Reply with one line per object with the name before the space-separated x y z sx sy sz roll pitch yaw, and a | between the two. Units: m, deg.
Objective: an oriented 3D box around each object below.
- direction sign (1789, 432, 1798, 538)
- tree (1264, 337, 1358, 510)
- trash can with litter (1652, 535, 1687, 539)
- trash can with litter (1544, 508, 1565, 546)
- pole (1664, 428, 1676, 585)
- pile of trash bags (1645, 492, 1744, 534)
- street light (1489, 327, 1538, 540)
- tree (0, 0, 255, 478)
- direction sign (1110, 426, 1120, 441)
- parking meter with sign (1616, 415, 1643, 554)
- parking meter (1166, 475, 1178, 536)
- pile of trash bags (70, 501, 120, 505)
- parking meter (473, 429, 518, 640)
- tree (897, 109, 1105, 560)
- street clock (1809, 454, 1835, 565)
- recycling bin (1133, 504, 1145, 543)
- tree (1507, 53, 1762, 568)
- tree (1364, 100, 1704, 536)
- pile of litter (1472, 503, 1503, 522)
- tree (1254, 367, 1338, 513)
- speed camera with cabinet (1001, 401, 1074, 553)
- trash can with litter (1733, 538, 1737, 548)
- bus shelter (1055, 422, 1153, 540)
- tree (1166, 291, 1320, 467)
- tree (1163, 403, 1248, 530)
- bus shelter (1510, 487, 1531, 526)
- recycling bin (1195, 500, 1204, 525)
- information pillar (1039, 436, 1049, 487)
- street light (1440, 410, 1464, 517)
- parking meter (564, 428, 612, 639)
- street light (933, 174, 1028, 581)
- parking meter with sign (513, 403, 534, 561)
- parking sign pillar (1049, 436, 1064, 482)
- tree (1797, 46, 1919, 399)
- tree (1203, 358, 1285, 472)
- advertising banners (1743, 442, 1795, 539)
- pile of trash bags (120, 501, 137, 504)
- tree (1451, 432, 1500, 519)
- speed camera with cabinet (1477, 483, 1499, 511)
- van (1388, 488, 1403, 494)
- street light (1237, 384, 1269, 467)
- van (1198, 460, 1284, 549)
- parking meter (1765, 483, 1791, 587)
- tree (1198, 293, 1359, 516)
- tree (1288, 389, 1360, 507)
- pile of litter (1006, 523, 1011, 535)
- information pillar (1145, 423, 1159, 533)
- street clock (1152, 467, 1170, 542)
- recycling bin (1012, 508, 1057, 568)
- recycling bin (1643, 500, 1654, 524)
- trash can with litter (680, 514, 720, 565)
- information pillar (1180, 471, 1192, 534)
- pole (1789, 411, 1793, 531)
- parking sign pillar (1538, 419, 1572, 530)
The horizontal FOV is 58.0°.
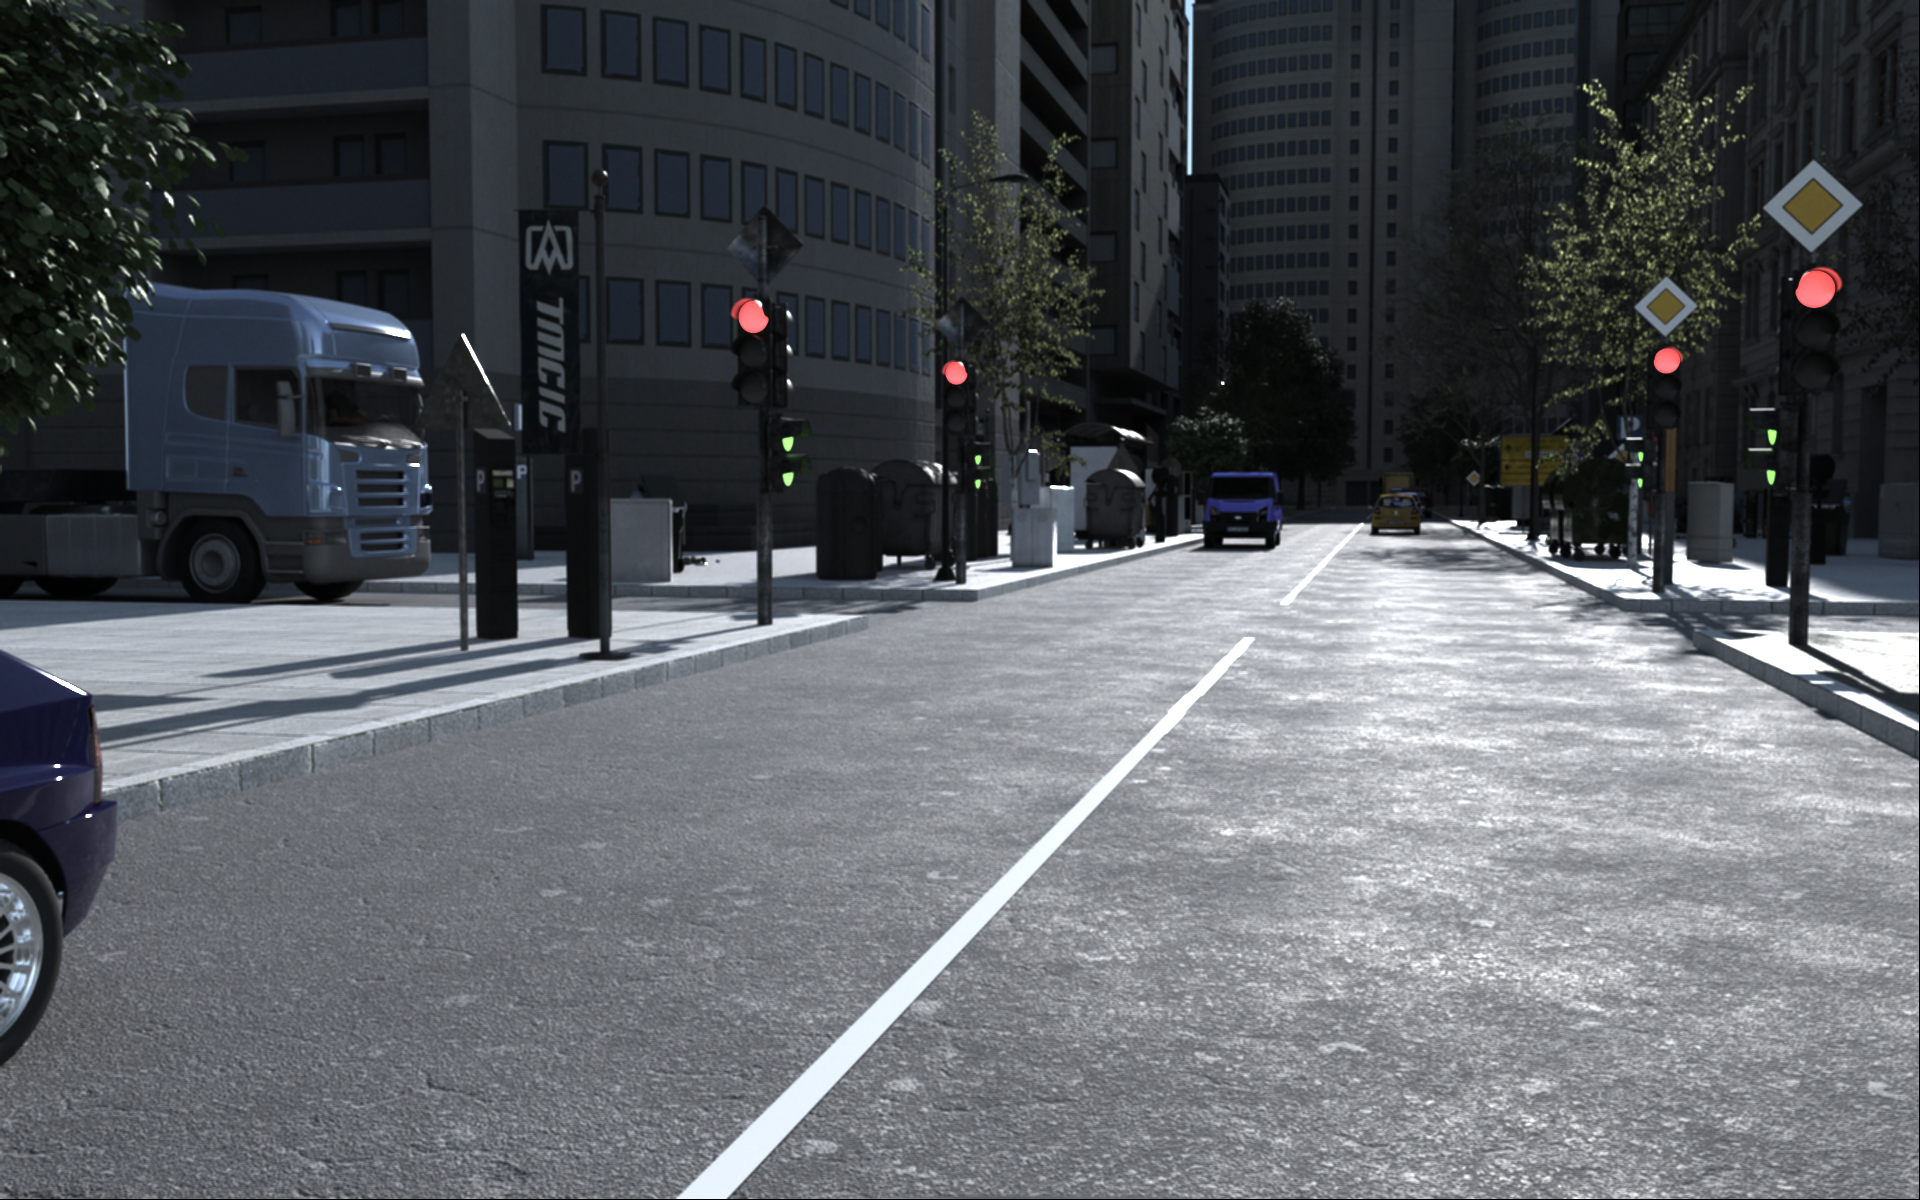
direction sign | 24.255 -3.556 50.141 0.379 3.537 0.876 1 4 15
tree | 28.018 -14.399 142.073 9.857 13.997 8.962 0 3 0
trash can with litter | 20.957 -2.357 49.594 2.233 1.210 1.678 1 4 20
trash can with litter | 14.801 -1.937 43.057 0.624 1.170 1.055 0 4 -1
pole | 10.024 -1.876 24.510 0.158 3.312 0.155 0 3 0
pile of trash bags | 24.225 -2.914 57.391 1.912 1.369 3.447 -2 4 -31
street light | 15.416 -4.632 48.268 1.470 5.913 1.316 1 4 14
tree | -5.366 -1.525 8.653 4.285 4.588 4.351 0 3 0
direction sign | 5.165 -4.020 57.726 0.379 3.537 0.876 -1 4 -16
parking meter with sign | 14.576 -2.530 37.623 0.543 3.016 1.738 1 4 17
parking meter | 6.437 -2.864 52.533 0.255 1.863 0.399 2 4 30
pile of trash bags | -40.953 -4.301 80.079 3.447 1.369 1.912 2 4 29
parking meter | -4.127 -0.592 15.398 0.255 1.863 0.399 -3 4 -39
tree | 0.973 -5.065 33.169 4.360 8.622 3.978 0 3 0
street clock | 15.649 -1.650 31.547 0.471 2.002 0.358 -1 4 -19
recycling bin | 4.401 -2.007 45.371 0.722 1.027 0.722 2 4 28
tree | 11.669 -4.864 29.892 4.360 8.622 3.978 0 3 0
tree | 17.954 -8.781 53.939 12.009 13.543 11.850 0 3 0
pile of litter | 24.817 -4.127 81.447 1.176 0.858 1.719 -1 4 -8
tree | 21.886 -11.792 118.557 9.928 11.665 9.643 0 3 0
speed camera with cabinet | 1.695 -2.635 37.413 0.660 3.252 2.038 3 4 37
trash can with litter | 18.296 -1.843 41.521 0.624 1.170 1.055 0 4 -4
bus shelter | 4.330 -3.504 51.210 2.014 3.302 5.546 1 4 14
tree | 12.954 -8.869 79.422 7.601 10.594 8.767 1 4 9
tree | 8.980 -4.844 62.910 4.285 4.588 4.351 0 3 0
bus shelter | 22.563 -4.521 67.847 2.014 3.302 5.546 1 4 14
recycling bin | 9.909 -3.702 73.081 0.722 1.027 0.722 1 4 9
information pillar | 3.339 -4.725 68.602 0.504 3.616 0.183 3 5 40
street light | 27.095 -7.514 95.391 1.470 5.913 1.316 1 4 14
parking meter | -3.331 -0.599 15.502 0.399 1.863 0.255 3 5 44
street light | 0.307 -3.233 25.397 1.470 5.913 1.316 1 4 14
parking meter with sign | -8.636 -2.310 34.033 0.543 3.016 1.738 -2 4 -25
parking sign pillar | 4.137 -5.564 79.443 1.447 3.967 1.447 3 5 43
tree | 15.726 -4.712 27.400 4.360 8.622 3.978 0 3 0
tree | 14.862 -8.538 89.957 4.737 8.622 4.395 0 3 0
advertising banners | 23.255 -3.277 49.768 0.090 3.025 2.074 -1 4 -12
pile of trash bags | -40.835 -4.811 88.404 3.447 1.369 1.912 2 4 29
tree | 26.907 -6.448 89.131 4.285 4.588 4.351 0 3 0
speed camera with cabinet | 29.033 -6.095 93.996 2.038 3.252 0.660 -2 4 -29
van | 29.949 -6.801 118.214 2.013 2.044 4.112 1 4 13
street light | 12.278 -6.150 73.097 1.470 5.913 1.316 1 4 14
van | 7.766 -2.629 47.376 2.240 2.365 5.245 1 4 13
parking meter | 11.364 -1.122 24.053 0.255 1.863 0.399 1 4 19
tree | 17.998 -11.147 99.262 9.611 12.733 9.660 0 3 0
tree | 34.552 -15.211 166.829 7.486 12.596 7.792 0 3 0
pile of litter | 2.219 -2.474 54.422 1.719 0.858 1.176 -1 4 -13
information pillar | 6.335 -4.035 57.323 0.504 3.616 0.183 -2 4 -27
street clock | 5.324 -2.535 46.022 0.471 2.002 0.358 -3 5 -41
recycling bin | 1.317 -1.103 30.593 0.722 1.027 0.722 1 4 9
recycling bin | 30.329 -3.856 75.601 0.722 1.027 0.722 -1 4 -22
trash can with litter | -5.237 -1.278 31.947 1.678 1.210 2.233 -1 4 -20
information pillar | 7.327 -3.166 56.263 0.304 2.012 0.304 -1 4 -16
pole | 20.347 -2.984 42.632 0.158 3.312 0.155 0 3 0
parking sign pillar | 21.167 -4.493 61.938 1.447 3.967 1.447 -1 4 -18
